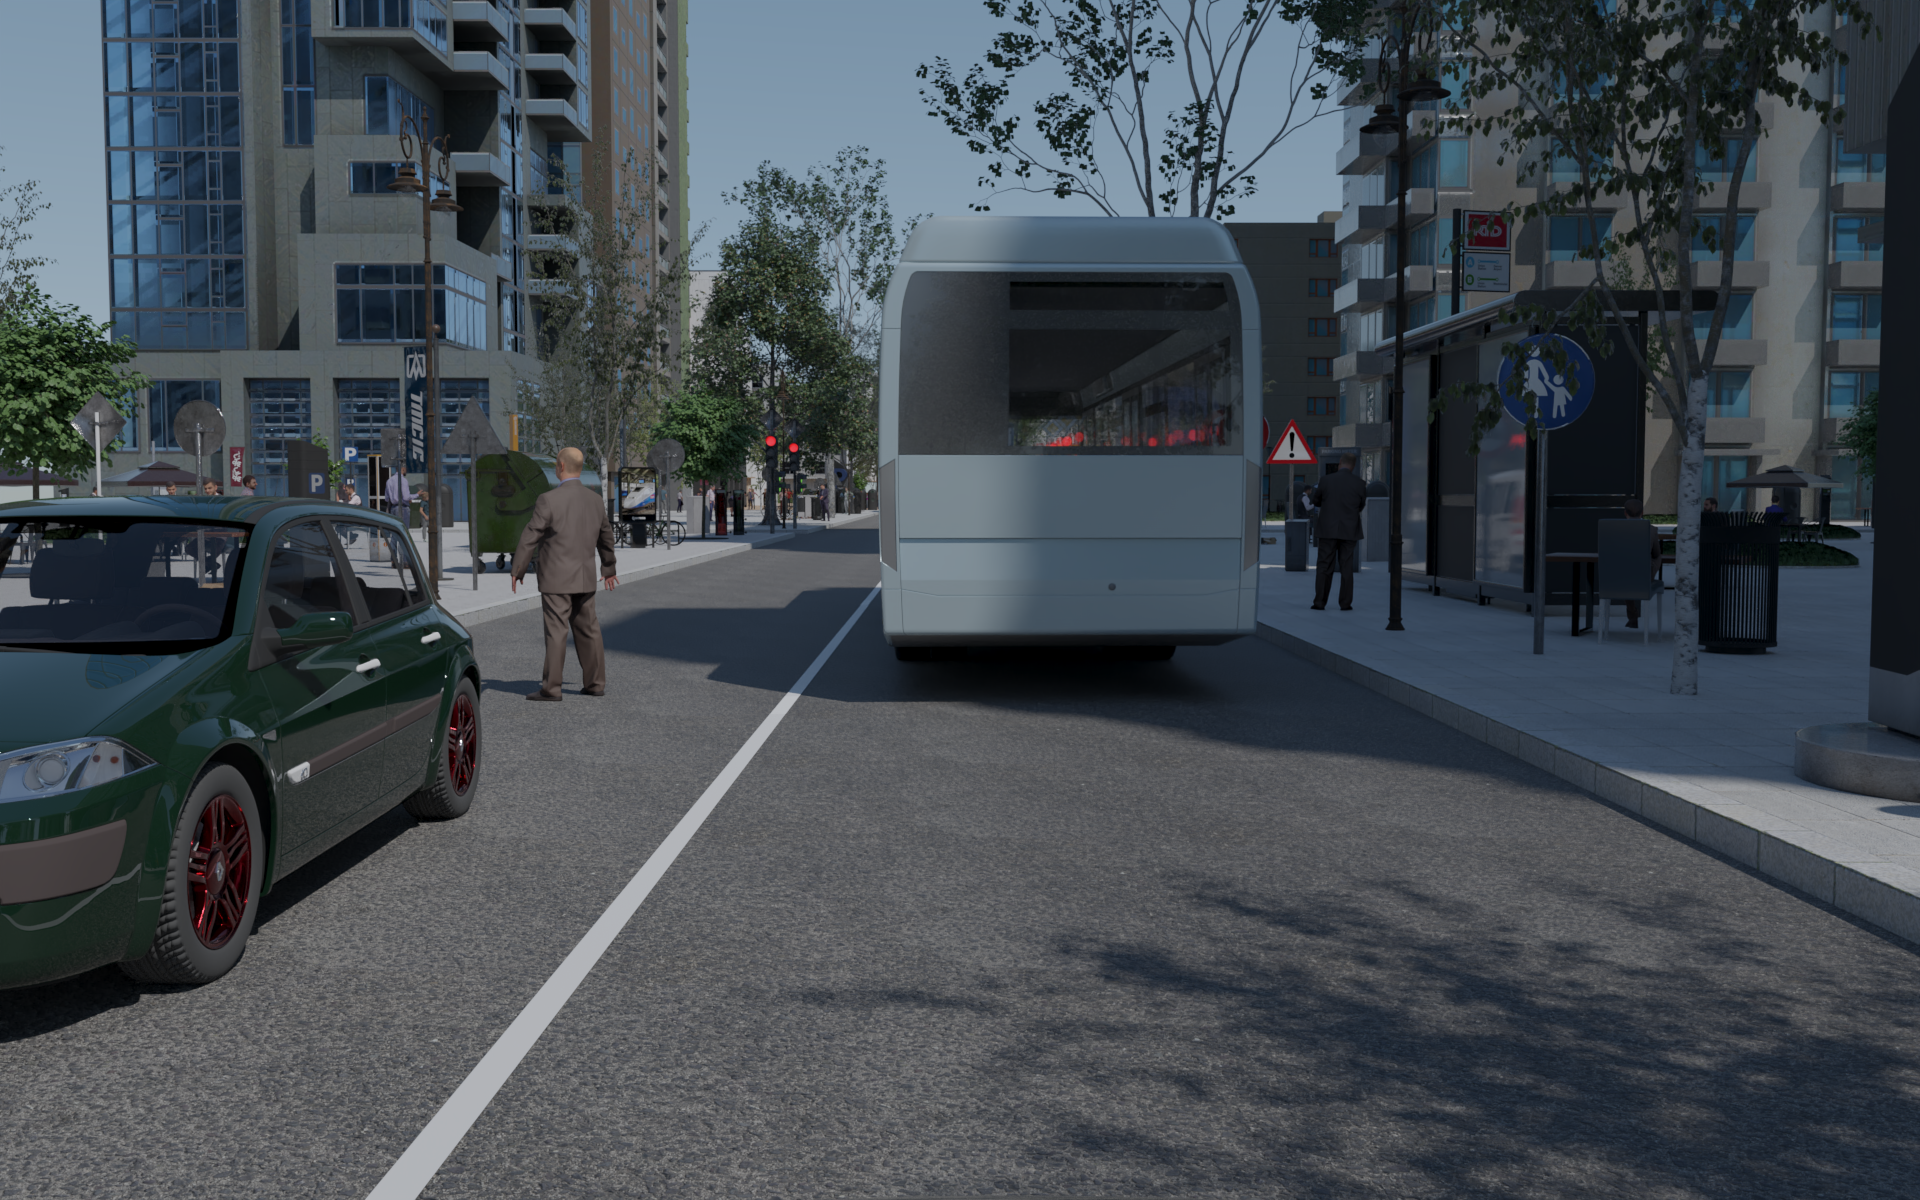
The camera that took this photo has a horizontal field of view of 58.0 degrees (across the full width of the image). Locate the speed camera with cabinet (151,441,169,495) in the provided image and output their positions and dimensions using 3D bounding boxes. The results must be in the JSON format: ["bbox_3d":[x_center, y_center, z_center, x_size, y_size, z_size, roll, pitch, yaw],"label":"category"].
[{"bbox_3d":[-29.541,-4.271,64.169,0.660,3.252,2.038,-2,4,-33],"label":"speed camera with cabinet"}]

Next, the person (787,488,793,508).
[{"bbox_3d":[-16.181,-9.628,163.394,1.348,1.831,0.705,-1,4,-11],"label":"person"}]

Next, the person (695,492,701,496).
[{"bbox_3d":[-15.432,-5.678,102.108,0.421,1.427,0.697,-1,4,-15],"label":"person"}]

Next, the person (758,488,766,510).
[{"bbox_3d":[-15.929,-8.230,141.121,1.217,1.766,0.721,2,4,28],"label":"person"}]

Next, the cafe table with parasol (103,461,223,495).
[{"bbox_3d":[-16.608,-1.901,35.947,2.610,1.966,2.610,1,4,12],"label":"cafe table with parasol"}]

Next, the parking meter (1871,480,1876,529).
[{"bbox_3d":[34.148,-3.588,64.371,0.399,1.863,0.255,0,4,1],"label":"parking meter"}]

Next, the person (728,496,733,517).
[{"bbox_3d":[-12.687,-5.384,97.299,0.697,1.427,0.421,-1,4,-14],"label":"person"}]

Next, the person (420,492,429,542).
[{"bbox_3d":[-14.154,-2.210,46.084,0.340,1.345,0.435,0,4,-2],"label":"person"}]

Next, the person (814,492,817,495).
[{"bbox_3d":[-14.531,-10.438,177.219,1.217,1.766,0.721,-1,4,-21],"label":"person"}]

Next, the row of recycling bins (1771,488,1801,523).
[{"bbox_3d":[31.872,-3.657,66.898,1.069,1.692,3.534,2,4,23],"label":"row of recycling bins"}]

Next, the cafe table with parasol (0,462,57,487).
[{"bbox_3d":[-17.640,-1.647,31.791,2.610,1.966,2.610,0,4,-8],"label":"cafe table with parasol"}]

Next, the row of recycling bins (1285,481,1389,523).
[{"bbox_3d":[11.687,-2.854,53.771,3.534,1.692,1.069,3,4,39],"label":"row of recycling bins"}]

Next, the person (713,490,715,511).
[{"bbox_3d":[-18.842,-7.608,132.386,0.435,1.587,0.963,1,4,10],"label":"person"}]

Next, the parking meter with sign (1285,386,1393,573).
[{"bbox_3d":[6.241,-1.968,28.445,1.738,3.016,0.543,1,4,20],"label":"parking meter with sign"}]

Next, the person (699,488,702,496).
[{"bbox_3d":[-19.534,-7.600,130.985,0.565,1.739,0.600,0,4,3],"label":"person"}]

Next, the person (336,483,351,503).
[{"bbox_3d":[-19.121,-2.831,53.792,0.415,1.643,0.593,1,4,12],"label":"person"}]

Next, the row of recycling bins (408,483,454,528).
[{"bbox_3d":[-21.126,-3.658,66.913,3.534,1.692,1.069,1,4,20],"label":"row of recycling bins"}]

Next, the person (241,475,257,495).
[{"bbox_3d":[-11.303,-1.202,27.649,0.435,1.587,0.963,-2,4,-33],"label":"person"}]

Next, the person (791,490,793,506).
[{"bbox_3d":[-18.069,-11.069,187.539,1.217,1.766,0.721,-2,4,-31],"label":"person"}]

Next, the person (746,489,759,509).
[{"bbox_3d":[-17.263,-8.406,144.196,1.217,1.743,0.721,1,4,13],"label":"person"}]

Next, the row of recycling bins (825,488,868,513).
[{"bbox_3d":[-7.918,-6.651,115.850,1.069,1.692,3.534,-3,5,-45],"label":"row of recycling bins"}]

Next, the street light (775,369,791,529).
[{"bbox_3d":[-6.534,-5.587,64.128,0.468,5.910,1.993,0,4,0],"label":"street light"}]

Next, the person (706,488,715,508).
[{"bbox_3d":[-13.046,-5.206,91.609,0.683,1.767,0.568,-3,5,-41],"label":"person"}]

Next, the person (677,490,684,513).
[{"bbox_3d":[-19.352,-6.809,119.577,0.590,1.554,0.614,-3,4,-37],"label":"person"}]

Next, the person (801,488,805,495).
[{"bbox_3d":[-11.532,-7.424,127.555,0.434,1.807,0.598,0,4,-3],"label":"person"}]

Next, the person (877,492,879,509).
[{"bbox_3d":[-6.632,-8.441,144.578,0.617,1.759,0.750,-2,4,-26],"label":"person"}]

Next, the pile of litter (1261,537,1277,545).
[{"bbox_3d":[7.607,-1.884,44.762,1.176,0.858,1.719,0,4,6],"label":"pile of litter"}]

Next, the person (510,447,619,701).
[{"bbox_3d":[-2.789,-0.190,12.154,0.434,1.755,0.990,3,4,38],"label":"person"}]

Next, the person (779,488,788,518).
[{"bbox_3d":[-9.493,-5.245,93.251,0.517,1.644,0.566,1,4,16],"label":"person"}]

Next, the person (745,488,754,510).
[{"bbox_3d":[-17.283,-8.294,142.176,0.617,1.759,0.750,1,4,18],"label":"person"}]

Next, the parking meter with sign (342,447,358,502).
[{"bbox_3d":[-22.747,-4.187,64.723,0.543,3.016,1.738,-1,4,-19],"label":"parking meter with sign"}]

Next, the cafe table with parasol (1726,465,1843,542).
[{"bbox_3d":[19.360,-2.191,40.690,2.610,1.966,2.610,1,4,16],"label":"cafe table with parasol"}]

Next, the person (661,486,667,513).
[{"bbox_3d":[-19.760,-6.678,115.364,0.598,1.807,0.434,1,4,17],"label":"person"}]

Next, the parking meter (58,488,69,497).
[{"bbox_3d":[-34.982,-3.622,67.626,0.372,1.533,0.369,0,3,0],"label":"parking meter"}]

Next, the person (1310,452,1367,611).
[{"bbox_3d":[4.183,-0.763,19.204,0.565,1.739,0.600,-1,4,-19],"label":"person"}]

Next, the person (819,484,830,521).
[{"bbox_3d":[-6.434,-4.604,81.775,0.683,1.767,0.568,2,4,29],"label":"person"}]

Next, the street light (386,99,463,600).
[{"bbox_3d":[-6.385,-2.939,20.837,0.468,5.910,1.993,0,4,0],"label":"street light"}]

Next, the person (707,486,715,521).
[{"bbox_3d":[-11.663,-4.556,81.479,0.436,1.711,0.756,1,4,23],"label":"person"}]

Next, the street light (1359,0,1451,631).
[{"bbox_3d":[4.105,-2.653,16.160,0.468,5.910,1.993,0,4,0],"label":"street light"}]

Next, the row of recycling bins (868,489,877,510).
[{"bbox_3d":[-8.286,-7.994,137.810,3.534,1.692,1.069,1,4,12],"label":"row of recycling bins"}]

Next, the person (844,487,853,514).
[{"bbox_3d":[-7.093,-6.261,109.131,0.376,1.734,0.841,-3,4,-36],"label":"person"}]

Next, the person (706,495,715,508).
[{"bbox_3d":[-12.280,-4.592,85.028,0.435,1.345,0.340,-1,4,-15],"label":"person"}]

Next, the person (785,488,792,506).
[{"bbox_3d":[-16.139,-9.446,160.415,1.348,1.831,0.705,1,4,17],"label":"person"}]

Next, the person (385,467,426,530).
[{"bbox_3d":[-9.494,-1.456,29.721,0.709,1.838,0.599,3,4,39],"label":"person"}]
